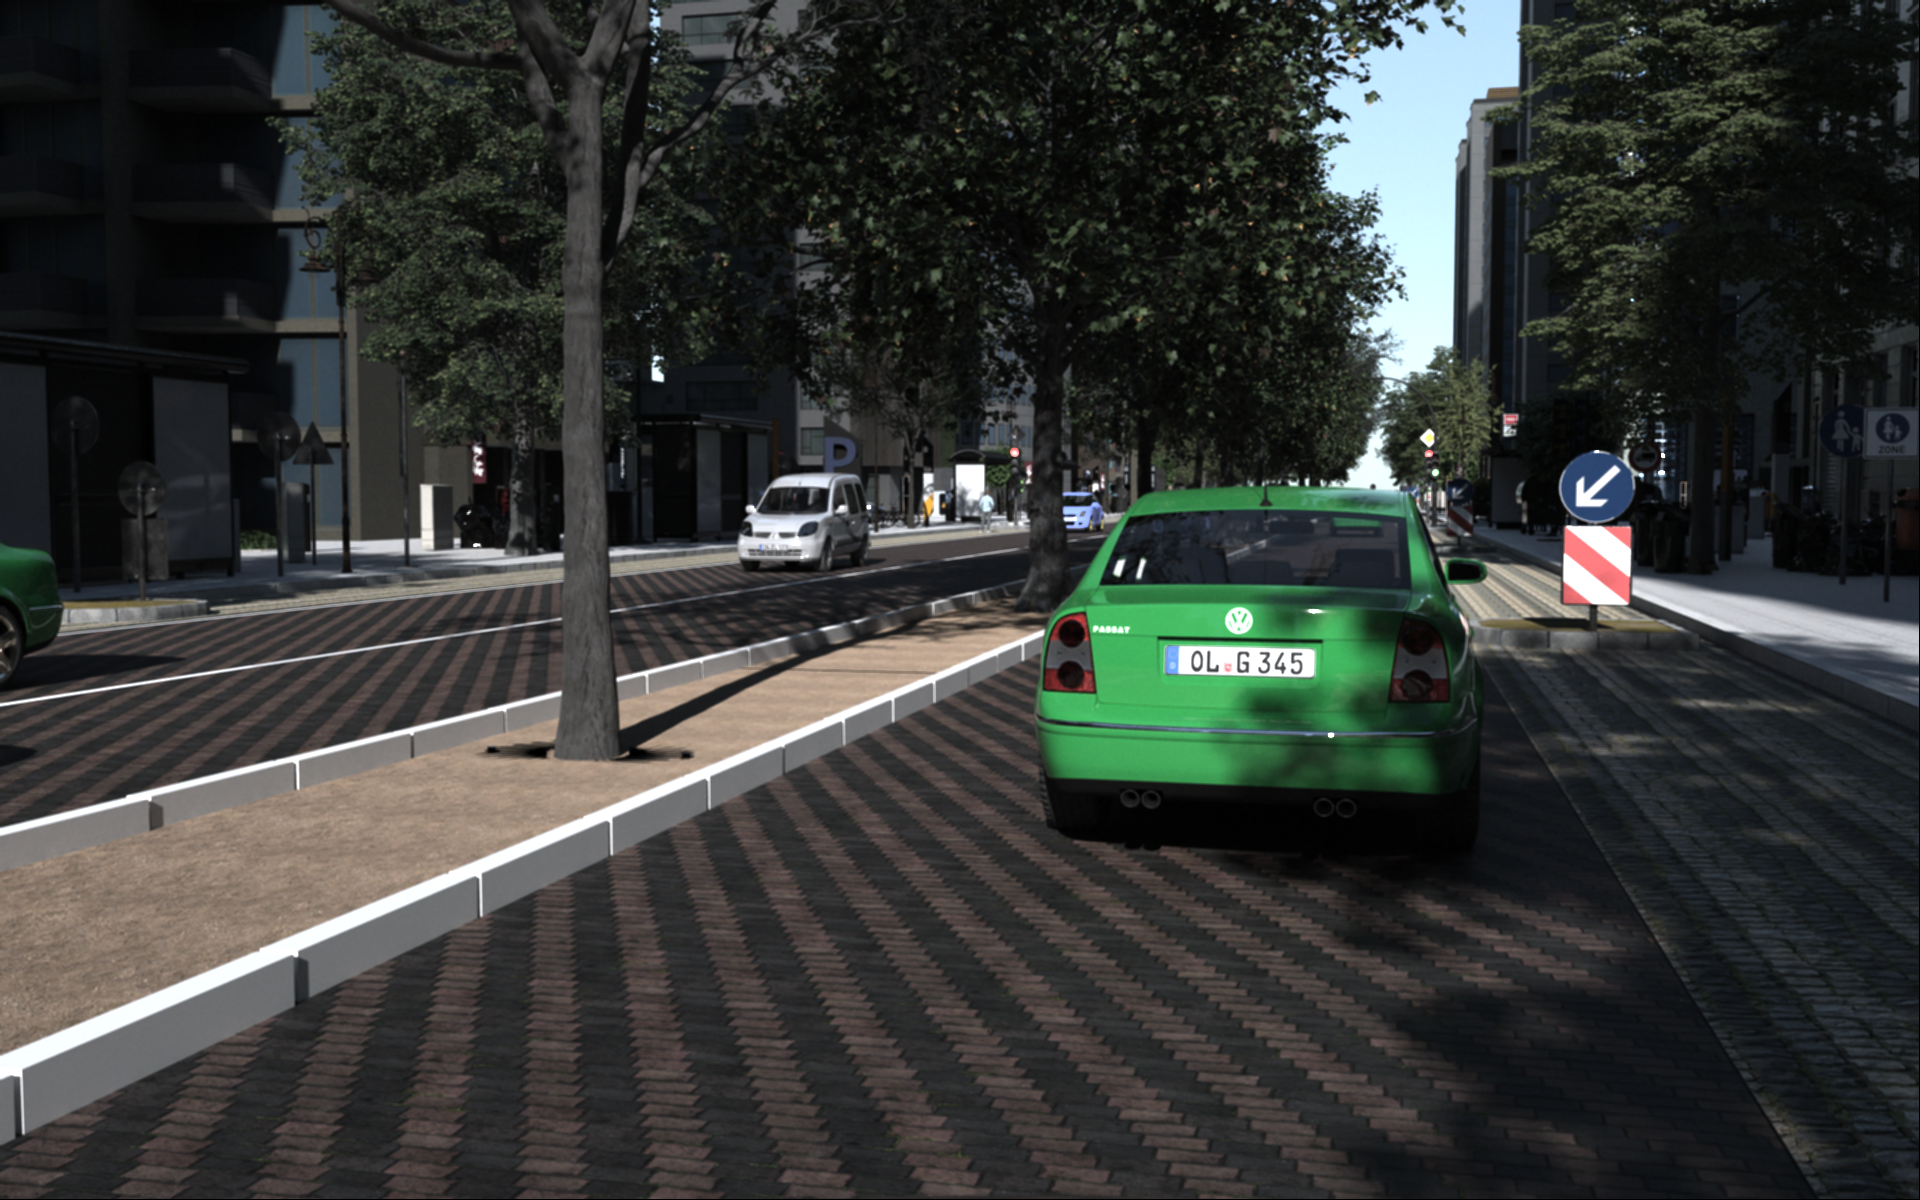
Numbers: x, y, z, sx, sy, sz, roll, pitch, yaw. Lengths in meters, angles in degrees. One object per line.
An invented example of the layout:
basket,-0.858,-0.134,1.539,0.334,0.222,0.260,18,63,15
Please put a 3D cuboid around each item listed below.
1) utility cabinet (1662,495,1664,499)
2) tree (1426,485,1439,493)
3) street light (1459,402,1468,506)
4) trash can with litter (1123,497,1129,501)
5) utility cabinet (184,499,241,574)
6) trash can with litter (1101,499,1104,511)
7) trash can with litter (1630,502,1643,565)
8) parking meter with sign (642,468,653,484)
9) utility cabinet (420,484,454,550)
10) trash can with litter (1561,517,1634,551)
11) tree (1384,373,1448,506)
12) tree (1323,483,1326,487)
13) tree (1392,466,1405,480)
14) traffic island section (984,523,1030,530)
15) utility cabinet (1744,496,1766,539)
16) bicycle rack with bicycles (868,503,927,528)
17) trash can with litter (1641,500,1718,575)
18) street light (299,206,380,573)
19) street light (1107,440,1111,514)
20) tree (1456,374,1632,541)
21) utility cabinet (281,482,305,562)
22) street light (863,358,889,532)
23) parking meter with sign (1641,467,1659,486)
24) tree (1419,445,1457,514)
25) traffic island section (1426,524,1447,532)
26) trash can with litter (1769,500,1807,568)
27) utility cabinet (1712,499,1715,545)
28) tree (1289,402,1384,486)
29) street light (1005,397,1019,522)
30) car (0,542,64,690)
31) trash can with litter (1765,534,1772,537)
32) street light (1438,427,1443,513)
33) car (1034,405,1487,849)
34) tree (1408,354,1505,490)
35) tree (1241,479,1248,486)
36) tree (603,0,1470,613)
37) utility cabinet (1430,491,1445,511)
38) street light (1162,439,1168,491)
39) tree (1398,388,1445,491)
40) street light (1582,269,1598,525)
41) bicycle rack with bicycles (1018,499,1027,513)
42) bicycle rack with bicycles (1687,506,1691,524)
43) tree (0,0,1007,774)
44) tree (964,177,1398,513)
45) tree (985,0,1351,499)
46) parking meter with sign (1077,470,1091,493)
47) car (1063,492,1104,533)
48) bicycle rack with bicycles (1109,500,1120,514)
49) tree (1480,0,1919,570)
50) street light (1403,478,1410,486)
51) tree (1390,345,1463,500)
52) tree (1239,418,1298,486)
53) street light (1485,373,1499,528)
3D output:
utility cabinet,37.870,-5.049,93.705,0.306,1.237,1.020,2,4,27
tree,45.441,-10.578,167.555,1.663,3.219,1.824,0,3,0
street light,25.249,-6.988,87.035,0.468,5.910,1.993,1,4,13
trash can with litter,11.518,-6.731,121.446,0.624,1.170,1.055,0,4,6
utility cabinet,-12.200,-1.034,28.075,0.306,1.237,1.020,2,4,34
trash can with litter,10.744,-7.377,131.996,1.055,1.170,0.624,-2,4,-25
trash can with litter,12.363,-1.206,31.109,0.624,1.170,1.055,1,4,22
parking meter with sign,-15.498,-5.504,86.257,0.543,3.016,1.738,-3,5,-39
utility cabinet,-11.950,-1.893,39.626,0.318,1.500,1.173,0,4,5
trash can with litter,14.838,-1.711,39.034,1.678,1.210,2.233,-2,4,-30
tree,48.690,-16.831,181.839,9.857,13.997,8.962,0,3,0
tree,30.844,-11.837,146.347,4.737,8.622,4.395,0,3,0
tree,55.015,-15.939,210.968,4.737,8.622,4.395,0,3,0
traffic island section,2.268,-2.970,70.846,2.009,0.180,2.903,1,4,13
utility cabinet,22.479,-2.350,49.587,1.020,1.237,0.306,2,4,31
bicycle rack with bicycles,-2.604,-3.246,66.454,2.925,0.926,2.852,-1,4,-20
trash can with litter,11.714,-1.014,27.966,0.624,1.170,1.055,-3,5,-39
street light,-10.025,-3.385,28.140,0.468,5.910,1.993,1,4,13
street light,9.295,-8.317,108.769,0.468,5.910,1.993,1,4,13
tree,16.652,-3.896,47.415,4.285,4.588,4.351,0,3,0
utility cabinet,-12.571,-1.465,32.628,0.318,1.500,1.173,-2,4,-28
street light,-2.810,-5.212,58.009,0.468,5.910,1.993,1,4,13
parking meter with sign,37.552,-6.069,95.491,1.738,3.016,0.543,2,4,25
tree,28.607,-7.067,99.254,4.285,4.588,4.351,0,3,0
traffic island section,18.352,-2.735,66.991,2.009,0.180,2.903,1,4,13
trash can with litter,14.534,-1.130,29.863,0.624,1.170,1.055,-3,4,-36
utility cabinet,14.643,-1.399,34.032,0.306,1.237,1.020,1,4,19
tree,27.053,-13.534,130.401,9.857,13.997,8.962,0,3,0
street light,2.332,-6.510,79.221,0.468,5.910,1.993,1,4,13
car,-8.118,-0.152,11.282,1.959,1.807,4.718,1,4,14
trash can with litter,24.244,-2.522,52.296,2.233,1.210,1.678,1,4,18
street light,32.546,-8.842,117.347,0.468,5.910,1.993,1,4,13
car,1.591,0.017,8.513,1.959,1.807,4.718,1,4,15
tree,26.674,-8.644,91.687,4.737,8.622,4.395,0,3,0
tree,32.175,-17.706,207.626,7.486,12.596,7.792,0,3,0
tree,1.055,-6.192,20.699,9.611,12.733,9.660,0,3,0
utility cabinet,36.257,-7.518,131.600,1.173,1.500,0.318,1,4,16
street light,16.488,-10.130,138.417,0.468,5.910,1.993,1,4,13
tree,41.264,-13.350,152.685,7.601,10.594,8.767,0,4,-2
street light,12.919,-3.846,35.676,0.468,5.910,1.993,1,4,13
bicycle rack with bicycles,5.088,-6.309,116.531,2.925,0.926,2.852,2,4,25
bicycle rack with bicycles,31.611,-3.803,75.561,2.925,0.926,2.852,3,5,40
tree,-2.021,-5.893,9.175,12.009,13.543,11.850,0,3,0
tree,5.286,-6.254,39.120,8.767,10.594,7.601,1,4,13
tree,3.214,-6.247,30.345,9.928,11.665,9.643,0,3,0
parking meter with sign,8.983,-8.068,128.176,0.543,3.016,1.738,-2,4,-27
car,4.332,-3.406,65.284,1.945,1.707,3.694,1,4,14
bicycle rack with bicycles,9.574,-6.131,113.624,2.852,0.926,2.925,1,4,19
tree,12.610,-6.759,28.644,7.486,12.596,7.792,0,3,0
street light,62.384,-16.432,241.457,0.468,5.910,1.993,1,4,13
tree,37.150,-13.087,132.103,7.486,12.596,7.792,0,3,0
tree,9.071,-6.227,54.632,4.360,8.622,3.978,0,3,0
street light,20.277,-5.704,66.044,0.468,5.910,1.993,1,4,13
